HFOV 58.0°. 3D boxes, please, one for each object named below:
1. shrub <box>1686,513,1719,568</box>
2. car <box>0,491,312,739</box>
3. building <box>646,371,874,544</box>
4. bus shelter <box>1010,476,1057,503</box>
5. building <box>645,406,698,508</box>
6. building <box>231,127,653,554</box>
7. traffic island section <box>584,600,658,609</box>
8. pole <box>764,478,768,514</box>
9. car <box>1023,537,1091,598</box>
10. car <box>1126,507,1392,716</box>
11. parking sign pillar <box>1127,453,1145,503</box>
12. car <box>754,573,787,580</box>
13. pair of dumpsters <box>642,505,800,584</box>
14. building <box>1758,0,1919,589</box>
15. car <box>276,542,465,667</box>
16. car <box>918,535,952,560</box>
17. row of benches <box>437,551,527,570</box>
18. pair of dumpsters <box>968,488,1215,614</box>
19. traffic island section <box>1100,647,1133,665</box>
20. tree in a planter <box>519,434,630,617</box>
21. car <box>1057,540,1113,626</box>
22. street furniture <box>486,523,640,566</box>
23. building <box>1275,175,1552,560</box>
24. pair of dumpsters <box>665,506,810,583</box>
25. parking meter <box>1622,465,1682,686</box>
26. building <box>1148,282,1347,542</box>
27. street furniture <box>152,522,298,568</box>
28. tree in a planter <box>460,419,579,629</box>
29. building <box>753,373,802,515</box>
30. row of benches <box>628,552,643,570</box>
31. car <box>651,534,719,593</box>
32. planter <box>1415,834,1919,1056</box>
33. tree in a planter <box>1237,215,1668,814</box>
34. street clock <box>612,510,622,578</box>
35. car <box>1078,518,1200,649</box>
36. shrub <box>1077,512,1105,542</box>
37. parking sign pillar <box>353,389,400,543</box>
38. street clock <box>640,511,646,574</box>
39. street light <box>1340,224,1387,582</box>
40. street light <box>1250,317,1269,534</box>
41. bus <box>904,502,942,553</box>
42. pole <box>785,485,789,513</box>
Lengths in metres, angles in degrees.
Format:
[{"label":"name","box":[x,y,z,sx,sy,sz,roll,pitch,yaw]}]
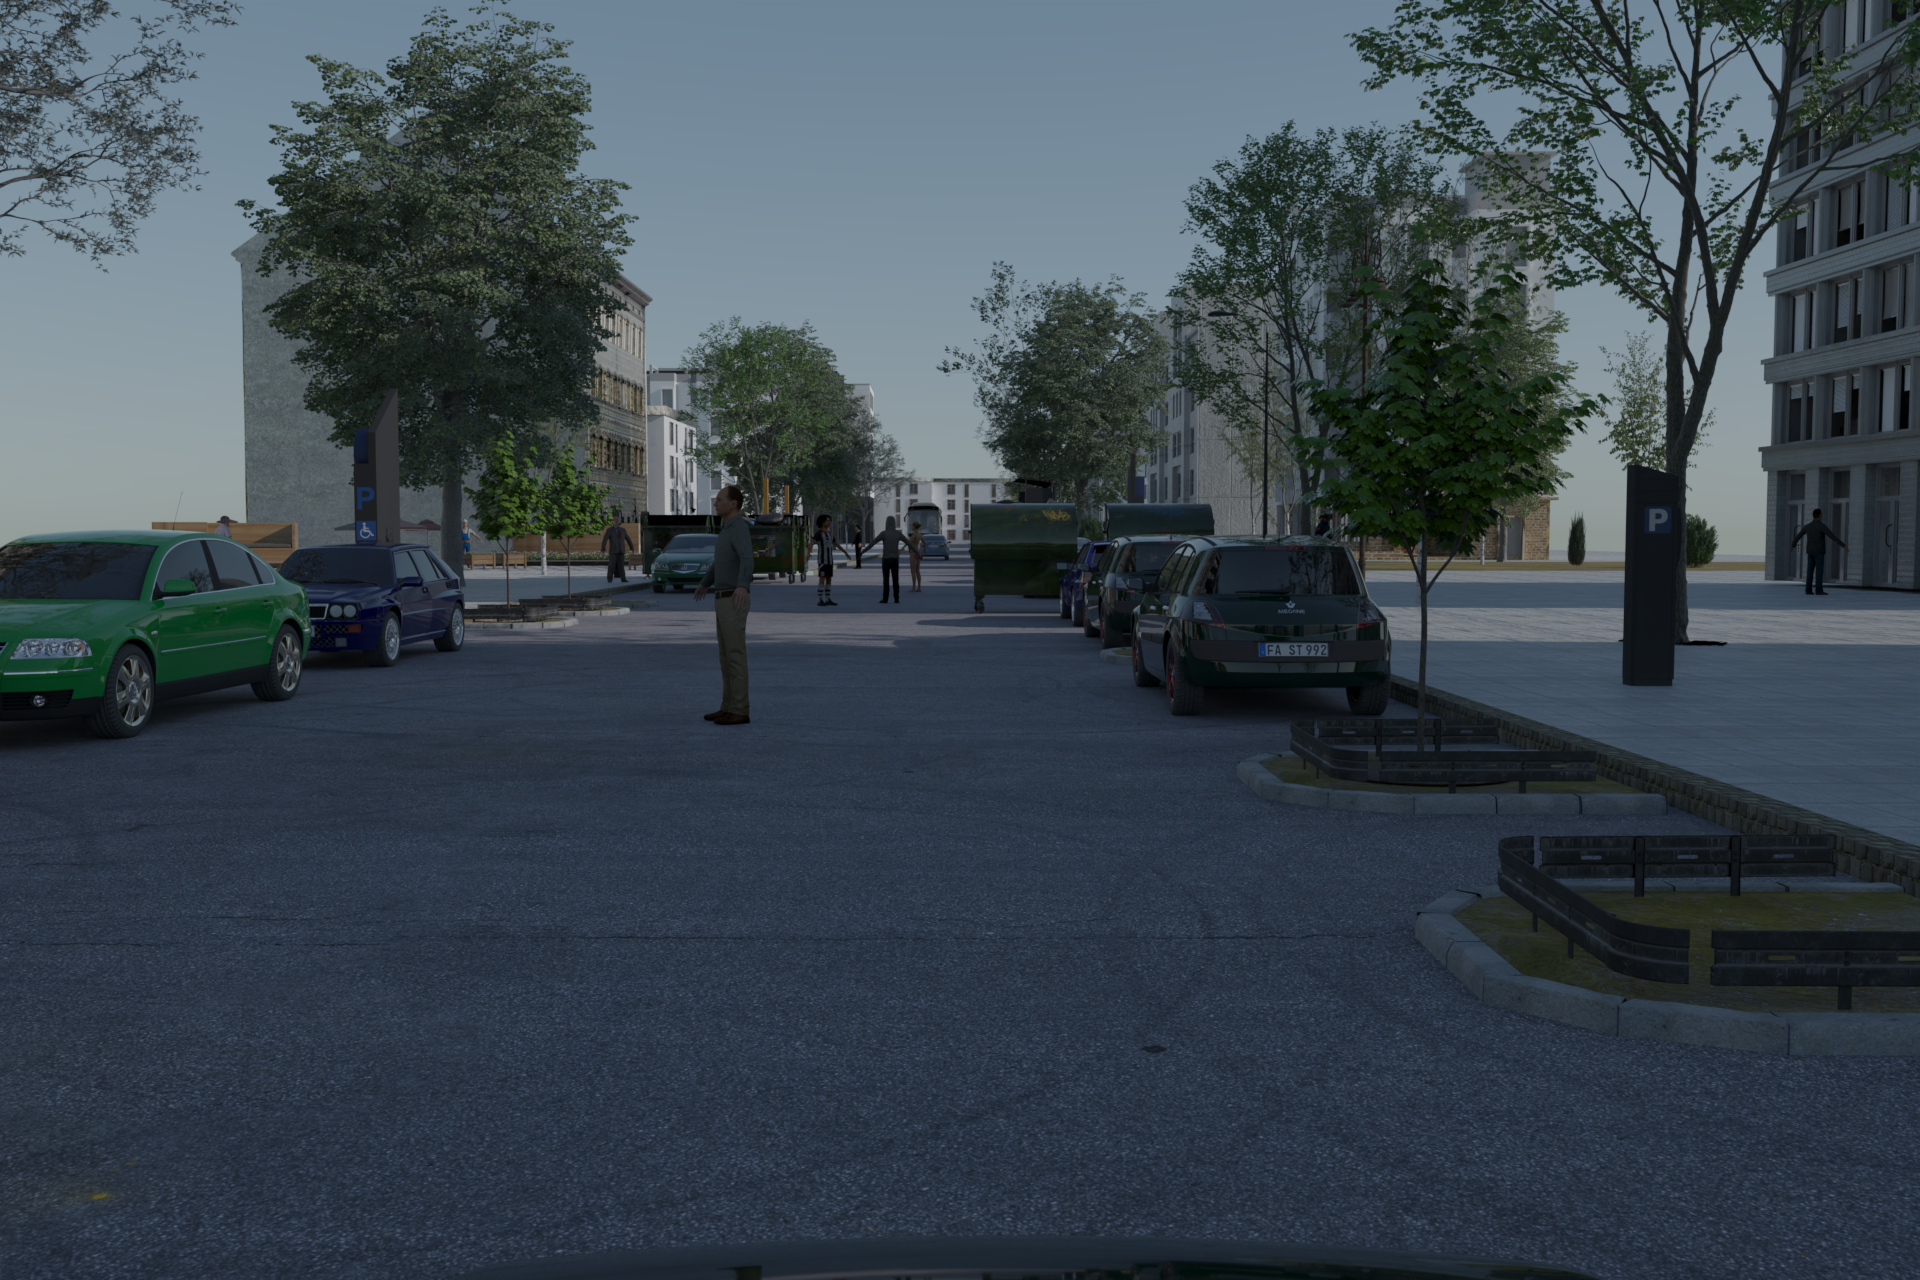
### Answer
[{"label":"shrub","box":[28.032,-3.793,66.063,1.661,2.075,1.752,0,3,0]},{"label":"car","box":[-6.662,-0.290,13.533,1.959,1.807,4.718,0,4,0]},{"label":"building","box":[-26.084,-23.788,232.903,27.936,21.610,32.646,0,4,-1]},{"label":"bus shelter","box":[3.106,-5.014,73.263,1.731,3.624,6.357,0,4,-1]},{"label":"building","box":[-23.743,-11.317,127.181,9.099,9.664,28.070,0,3,0]},{"label":"building","box":[-29.434,-16.600,102.346,19.493,23.208,18.063,0,4,0]},{"label":"traffic island section","box":[-7.030,-0.690,34.154,1.991,0.108,1.994,0,4,1]},{"label":"pole","box":[-7.098,-4.255,63.410,0.158,3.312,0.155,0,3,0]},{"label":"car","box":[2.309,-1.702,40.182,2.083,1.381,4.827,0,4,-1]},{"label":"car","box":[2.501,-0.323,15.067,2.009,1.686,4.222,0,4,0]},{"label":"parking sign pillar","box":[5.933,-4.290,58.619,1.447,3.967,1.447,0,4,0]},{"label":"car","box":[-6.580,-2.854,55.453,1.959,1.807,4.718,0,4,1]},{"label":"pair of dumpsters","box":[-6.862,-2.742,49.777,4.436,2.255,1.574,0,4,0]},{"label":"building","box":[24.472,-11.556,35.620,8.464,21.280,15.925,0,4,0]},{"label":"car","box":[-6.980,-0.446,19.876,1.945,1.354,3.894,0,4,0]},{"label":"car","box":[-1.469,-5.110,95.550,2.014,1.417,4.499,0,4,0]},{"label":"row of benches","box":[-17.439,-2.903,62.927,1.422,0.672,4.104,3,4,36]},{"label":"pair of dumpsters","box":[2.368,-1.630,31.604,4.436,2.255,1.574,0,4,-1]},{"label":"traffic island section","box":[2.621,0.191,19.739,1.991,0.108,1.994,0,4,0]},{"label":"tree in a planter","box":[-7.016,-2.066,30.995,1.991,3.239,1.994,0,4,1]},{"label":"car","box":[2.579,-0.955,28.202,1.945,1.354,3.894,0,4,-1]},{"label":"street furniture","box":[-17.381,-3.982,71.962,9.812,1.723,11.010,-1,4,-9]},{"label":"building","box":[23.213,-14.770,97.904,16.016,20.090,11.380,0,4,0]},{"label":"pair of dumpsters","box":[-6.686,-2.845,51.460,4.436,2.255,1.574,0,3,0]},{"label":"parking meter","box":[5.860,-0.548,14.666,0.399,1.863,0.255,0,4,0]},{"label":"building","box":[24.181,-16.134,130.243,16.747,18.905,31.486,0,4,0]},{"label":"street furniture","box":[-29.524,-3.716,67.614,11.010,1.723,9.812,-1,4,-17]},{"label":"tree in a planter","box":[-7.079,-1.824,27.037,1.991,3.239,1.994,0,4,1]},{"label":"building","box":[-24.435,-20.974,199.342,16.016,20.090,11.380,0,4,1]},{"label":"row of benches","box":[-9.695,-2.816,61.508,4.104,0.672,1.422,0,4,8]},{"label":"car","box":[-6.587,-1.959,43.830,2.131,1.459,4.920,0,4,0]},{"label":"planter","box":[2.600,0.942,5.740,1.991,0.319,1.994,0,4,1]},{"label":"tree in a planter","box":[2.627,-0.767,9.758,1.991,3.239,1.994,0,3,0]},{"label":"street clock","box":[-10.036,-2.821,50.693,0.358,2.002,0.471,0,4,0]},{"label":"car","box":[2.595,-0.799,22.854,2.009,1.686,4.222,0,4,-1]},{"label":"shrub","box":[4.712,-3.615,63.147,1.661,2.075,1.752,0,3,0]},{"label":"parking sign pillar","box":[-10.619,-2.635,31.558,1.447,3.967,1.447,0,4,-1]},{"label":"street clock","box":[-10.038,-3.100,55.254,0.358,2.002,0.471,0,4,1]},{"label":"street light","box":[6.114,-3.268,26.218,0.468,5.910,1.993,0,4,0]},{"label":"street light","box":[6.931,-3.891,36.162,1.470,5.913,1.316,0,4,0]},{"label":"bus","box":[-2.748,-8.860,136.412,2.896,3.916,12.252,0,4,0]},{"label":"pole","box":[-7.263,-4.822,72.680,0.158,3.312,0.155,0,3,0]}]
